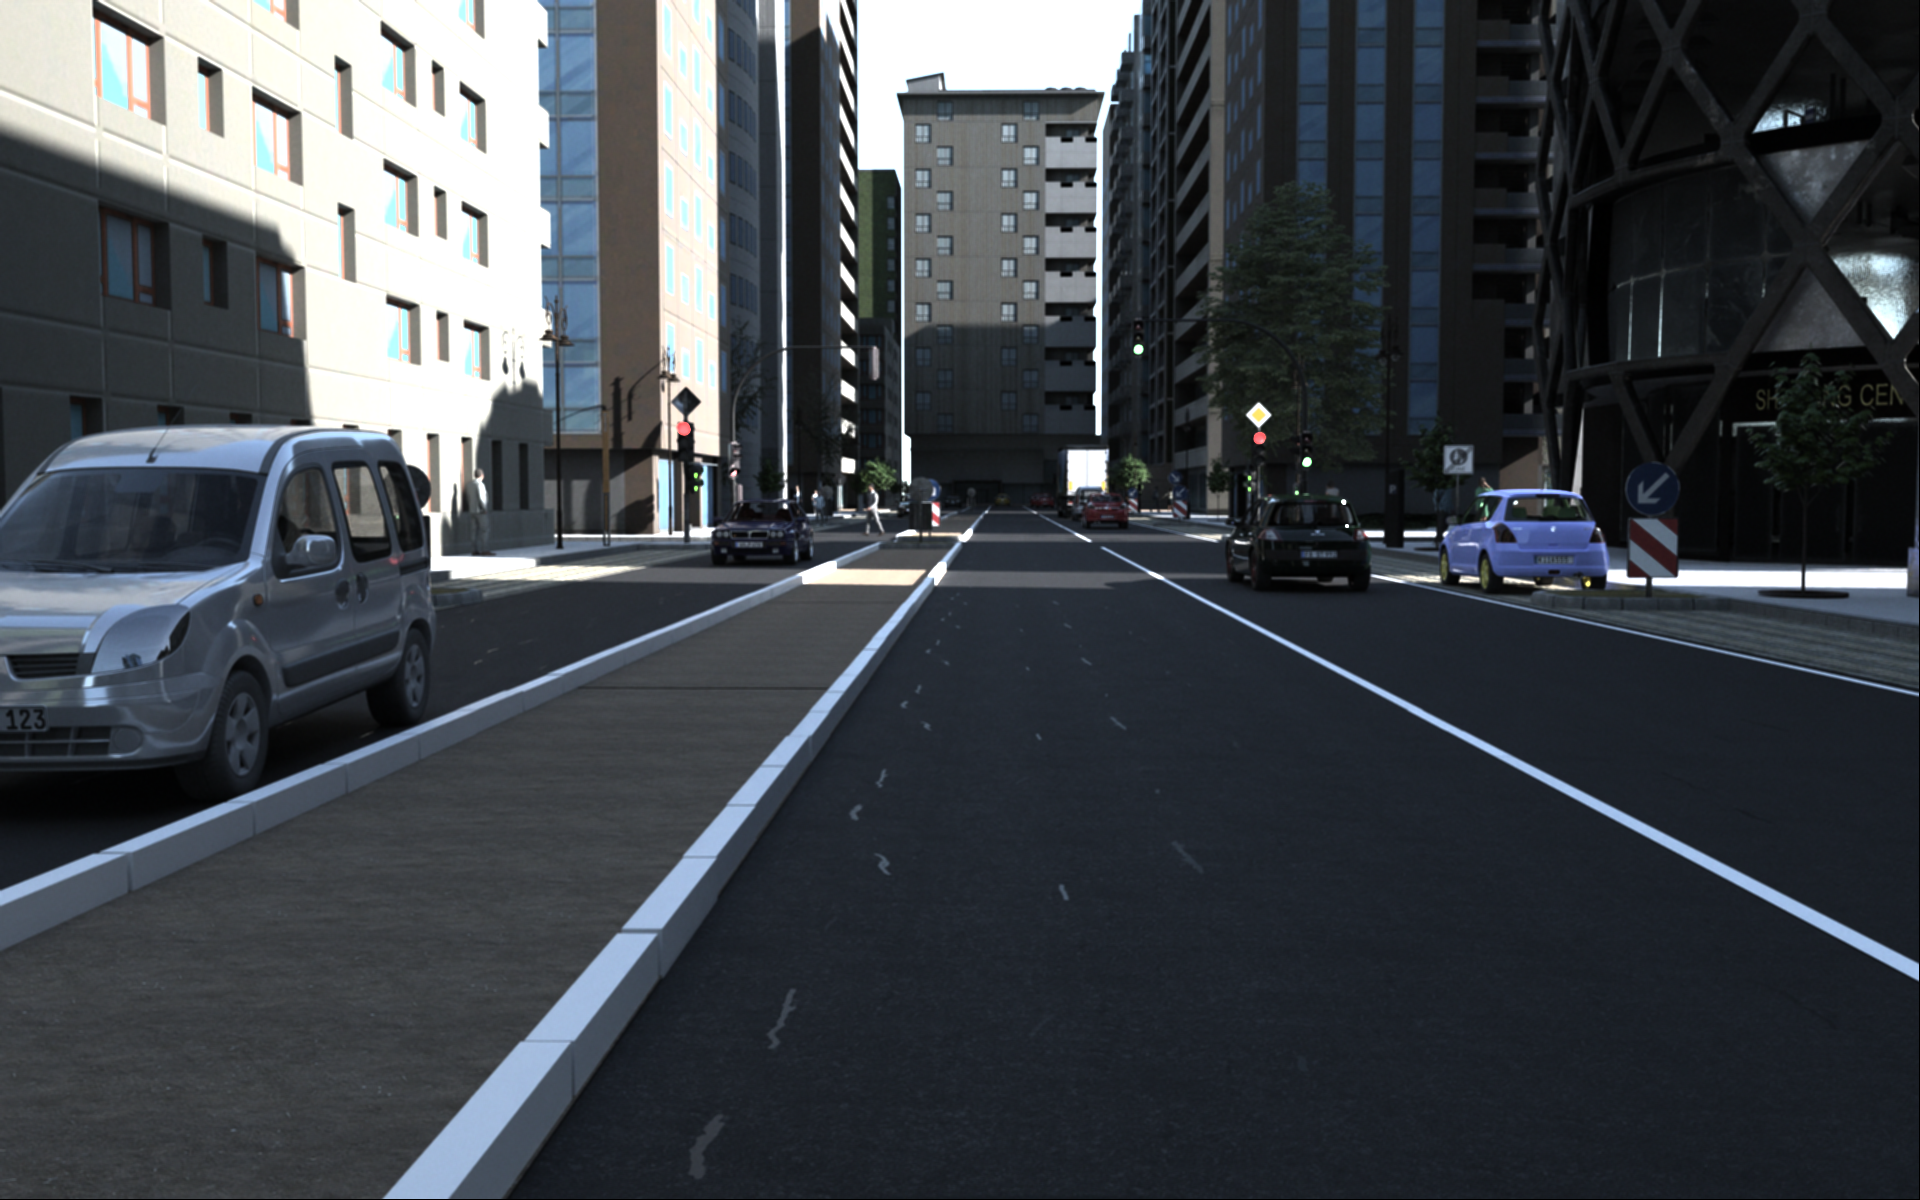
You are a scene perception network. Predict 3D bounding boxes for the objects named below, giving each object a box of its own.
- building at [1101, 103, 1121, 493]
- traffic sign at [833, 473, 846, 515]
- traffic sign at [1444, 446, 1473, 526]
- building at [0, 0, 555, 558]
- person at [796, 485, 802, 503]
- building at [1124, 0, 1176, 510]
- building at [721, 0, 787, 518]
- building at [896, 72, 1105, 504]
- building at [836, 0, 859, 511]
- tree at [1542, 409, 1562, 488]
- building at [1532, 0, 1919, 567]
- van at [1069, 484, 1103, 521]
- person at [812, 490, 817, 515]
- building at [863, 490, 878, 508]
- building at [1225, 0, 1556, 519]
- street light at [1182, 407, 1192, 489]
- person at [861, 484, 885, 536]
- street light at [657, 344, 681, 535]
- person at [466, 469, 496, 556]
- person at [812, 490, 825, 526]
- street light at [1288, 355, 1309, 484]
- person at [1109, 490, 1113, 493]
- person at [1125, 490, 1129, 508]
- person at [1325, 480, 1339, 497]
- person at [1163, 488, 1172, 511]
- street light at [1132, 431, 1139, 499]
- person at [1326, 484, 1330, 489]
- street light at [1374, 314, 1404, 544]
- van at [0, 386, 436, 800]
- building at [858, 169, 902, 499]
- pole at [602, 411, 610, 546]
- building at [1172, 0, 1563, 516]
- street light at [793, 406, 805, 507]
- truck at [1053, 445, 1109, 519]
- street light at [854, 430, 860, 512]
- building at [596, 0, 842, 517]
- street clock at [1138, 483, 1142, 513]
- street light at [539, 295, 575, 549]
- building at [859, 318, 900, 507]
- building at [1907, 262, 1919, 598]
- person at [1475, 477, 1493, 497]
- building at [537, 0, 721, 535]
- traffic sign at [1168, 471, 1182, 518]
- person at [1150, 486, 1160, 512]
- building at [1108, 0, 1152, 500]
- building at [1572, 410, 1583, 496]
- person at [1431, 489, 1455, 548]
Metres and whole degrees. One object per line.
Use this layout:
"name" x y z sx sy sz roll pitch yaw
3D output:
"building" 23.218 -33.316 194.828 14.600 45.320 14.200 0 4 1
"traffic sign" -7.455 -6.548 107.172 0.768 2.556 0.104 0 4 2
"traffic sign" 10.461 -2.097 36.411 0.606 2.300 0.079 1 4 9
"building" -25.154 -11.330 30.281 28.899 21.520 27.650 0 4 1
"person" -10.138 -6.221 107.781 0.581 1.822 0.654 -1 4 -14
"building" 25.014 -43.292 146.073 20.563 71.187 20.611 0 4 1
"building" -21.277 -33.480 89.393 21.231 58.520 28.212 0 4 1
"building" 6.314 -38.891 225.110 27.495 52.752 28.713 0 4 1
"building" -19.618 -31.512 138.916 21.300 48.544 21.600 0 4 1
"tree" 32.082 -8.978 97.158 4.360 8.622 3.978 0 3 0
"building" 20.803 -10.258 35.164 16.820 18.784 16.811 0 4 1
"van" 6.888 -5.254 92.921 2.013 2.044 4.112 0 4 1
"person" -8.735 -5.908 105.228 0.523 1.515 0.503 2 4 27
"building" -24.231 -28.805 162.846 32.217 40.220 23.993 0 4 1
"building" 20.873 -26.612 85.224 14.600 45.320 14.200 0 4 1
"street light" 12.118 -7.320 92.477 0.468 5.910 1.993 0 4 1
"person" -2.974 -3.087 59.249 0.850 1.792 0.678 -2 4 -30
"street light" -8.989 -4.943 53.610 0.468 5.910 1.993 0 4 1
"person" -10.039 -1.834 36.128 0.635 1.810 0.391 2 4 33
"person" -6.232 -4.049 76.508 0.589 1.601 0.330 0 4 -7
"street light" 11.216 -5.181 57.496 0.468 5.910 1.993 0 4 1
"person" 11.040 -7.141 125.844 0.593 1.750 0.643 1 4 22
"person" 13.371 -8.138 138.735 0.705 1.869 1.348 0 4 1
"person" 13.174 -3.351 61.183 0.716 1.782 0.532 -1 4 -16
"person" 15.956 -7.626 131.514 1.217 1.735 0.721 0 4 -5
"street light" 12.880 -9.460 127.462 0.468 5.910 1.993 0 4 1
"person" 14.641 -3.772 68.712 0.522 1.701 0.512 2 4 32
"street light" 11.009 -4.391 44.575 0.468 5.910 1.993 0 4 1
"van" -4.188 -0.146 9.407 2.013 2.044 4.112 0 4 0
"building" -14.596 -32.837 220.475 14.086 41.232 14.154 0 4 1
"pole" -8.687 -2.977 42.514 0.158 3.312 0.155 0 3 0
"building" 25.481 -29.797 110.879 21.300 48.544 21.600 0 4 1
"street light" -8.246 -7.099 88.860 0.468 5.910 1.993 0 4 1
"truck" 7.280 -7.083 104.718 2.839 4.237 11.283 0 3 0
"street light" -7.381 -9.239 123.841 0.468 5.910 1.993 0 4 1
"building" -15.736 -28.668 118.829 14.600 45.320 14.200 0 4 1
"street clock" 12.119 -6.877 117.001 0.358 2.002 0.471 1 4 9
"street light" -9.388 -4.139 40.456 0.468 5.910 1.993 0 4 1
"building" -21.835 -21.179 191.320 28.899 21.520 27.650 0 4 1
"building" 16.341 -9.963 12.052 9.793 20.994 18.267 0 4 1
"person" 16.127 -2.895 53.617 0.529 1.795 0.600 -2 4 -28
"building" -16.060 -25.073 60.060 14.600 45.320 14.200 0 4 1
"traffic sign" 11.755 -5.780 94.614 0.768 2.556 0.104 0 4 4
"person" 13.765 -7.071 121.759 0.850 1.850 0.679 1 4 11
"building" 26.492 -33.807 172.348 23.786 49.044 30.456 0 4 1
"building" 70.409 -36.524 186.413 27.495 52.752 28.713 0 4 1
"person" 11.479 -2.154 41.278 0.620 1.820 0.660 3 5 43
